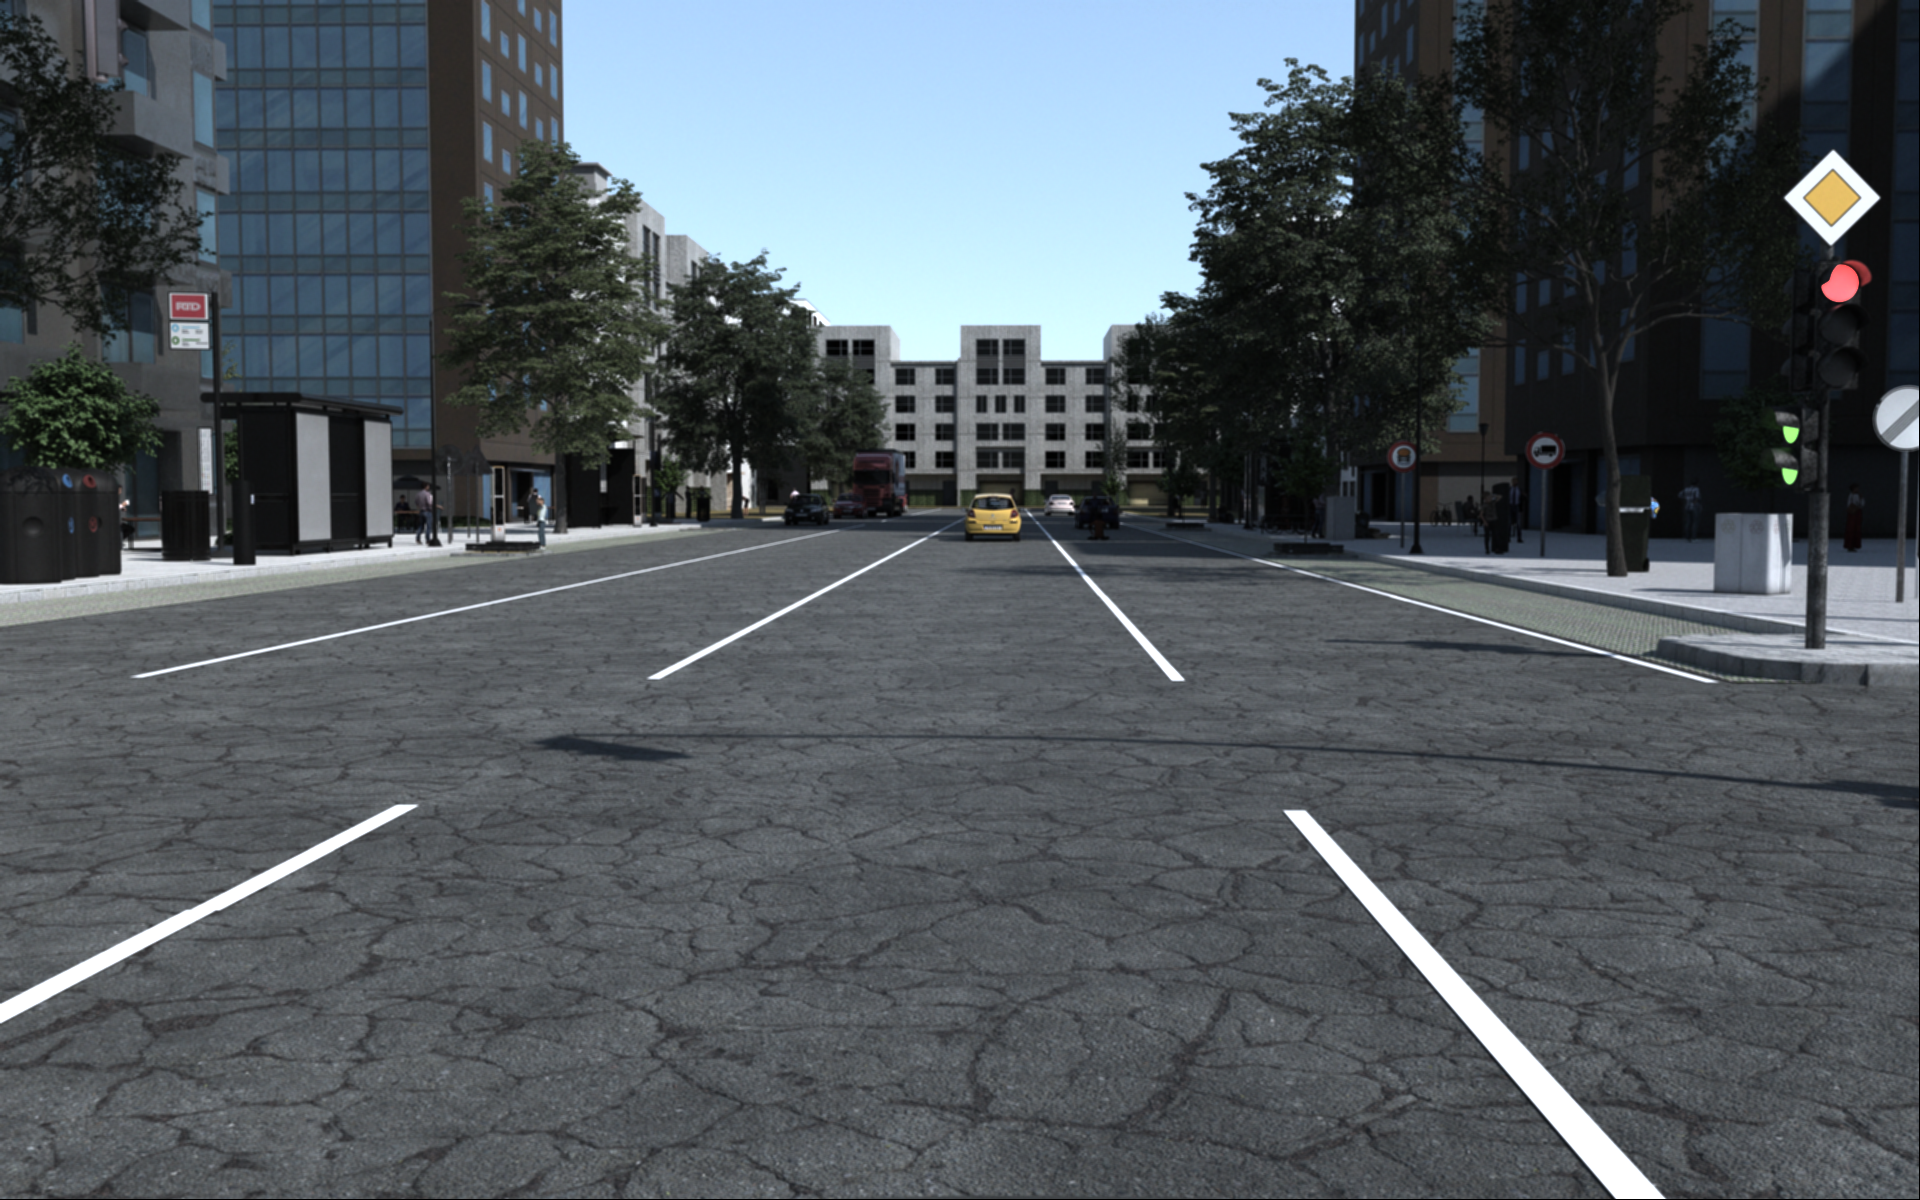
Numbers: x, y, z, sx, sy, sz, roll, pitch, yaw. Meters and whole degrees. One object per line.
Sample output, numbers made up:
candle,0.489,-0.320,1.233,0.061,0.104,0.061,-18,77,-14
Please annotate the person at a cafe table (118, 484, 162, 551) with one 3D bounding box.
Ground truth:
person at a cafe table,-18.883,-1.896,39.518,1.622,1.524,1.698,-2,4,-29

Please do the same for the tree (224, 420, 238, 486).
tree,-28.356,-5.195,68.658,4.285,4.588,4.351,0,3,0

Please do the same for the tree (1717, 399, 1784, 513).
tree,16.286,-2.498,35.443,1.663,3.219,1.824,0,3,0

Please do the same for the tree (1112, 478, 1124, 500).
tree,13.819,-9.950,157.290,1.663,3.219,1.824,0,3,0

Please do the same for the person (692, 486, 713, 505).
person,-14.024,-5.351,94.315,1.217,1.735,0.721,-2,4,-26

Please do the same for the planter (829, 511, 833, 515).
planter,-8.334,-5.844,116.688,1.991,0.319,1.994,0,4,2

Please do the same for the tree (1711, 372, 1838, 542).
tree,21.885,-3.855,46.750,4.285,4.588,4.351,0,3,0

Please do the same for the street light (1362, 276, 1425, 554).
street light,9.282,-3.949,37.107,1.470,5.913,1.316,0,4,2

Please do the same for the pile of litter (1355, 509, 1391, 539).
pile of litter,11.880,-2.209,50.090,1.176,0.858,1.719,2,4,28

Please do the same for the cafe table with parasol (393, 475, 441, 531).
cafe table with parasol,-19.523,-3.452,61.302,2.610,1.966,2.610,2,4,29

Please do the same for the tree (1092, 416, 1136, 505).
tree,14.626,-12.952,162.125,4.737,8.622,4.395,0,3,0

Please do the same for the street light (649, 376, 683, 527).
street light,-11.563,-5.850,68.182,1.470,5.913,1.316,0,4,2

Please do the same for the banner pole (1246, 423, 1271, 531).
banner pole,10.485,-4.326,60.747,0.863,3.779,0.401,1,4,13

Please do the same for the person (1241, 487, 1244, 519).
person,14.894,-5.142,91.052,0.436,1.711,0.756,1,4,13

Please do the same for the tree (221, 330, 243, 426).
tree,-28.374,-6.898,63.149,4.737,8.622,4.395,0,3,0

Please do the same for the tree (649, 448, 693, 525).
tree,-12.407,-4.812,73.278,1.663,3.219,1.824,0,3,0

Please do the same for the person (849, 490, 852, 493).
person,-10.033,-9.260,158.358,0.530,1.710,0.541,-3,5,-44

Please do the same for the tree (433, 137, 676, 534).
tree,-13.126,-8.442,56.153,7.486,12.596,7.792,0,3,0

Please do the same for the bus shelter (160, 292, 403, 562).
bus shelter,-14.526,-3.638,37.108,2.179,5.291,8.768,0,4,2

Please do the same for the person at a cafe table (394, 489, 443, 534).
person at a cafe table,-17.669,-2.920,56.263,1.622,1.524,1.698,-2,4,-30

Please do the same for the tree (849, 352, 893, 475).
tree,-10.664,-15.142,154.222,9.857,13.997,8.962,0,3,0

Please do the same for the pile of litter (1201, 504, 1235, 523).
pile of litter,11.532,-3.874,77.308,1.719,0.858,1.176,-1,4,-14

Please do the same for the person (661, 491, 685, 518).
person,-15.221,-5.231,91.590,1.348,1.821,0.705,-2,4,-32

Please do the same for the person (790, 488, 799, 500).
person,-11.957,-7.241,125.373,0.756,1.711,0.436,-1,4,-21

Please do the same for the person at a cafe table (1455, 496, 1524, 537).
person at a cafe table,15.911,-2.553,52.600,1.726,1.238,1.698,-1,4,-10

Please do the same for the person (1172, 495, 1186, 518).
person,11.965,-5.217,94.523,0.799,1.438,0.628,1,4,15

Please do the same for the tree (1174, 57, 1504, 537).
tree,11.265,-8.859,51.502,9.857,13.997,8.962,0,3,0

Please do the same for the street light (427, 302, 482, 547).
street light,-12.274,-4.253,42.075,1.470,5.913,1.316,0,4,2

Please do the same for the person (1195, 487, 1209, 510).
person,19.495,-8.125,138.891,1.348,1.824,0.705,2,4,29

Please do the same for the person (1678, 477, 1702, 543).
person,19.456,-2.400,46.014,0.376,1.734,0.841,0,4,-8

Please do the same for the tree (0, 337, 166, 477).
tree,-18.630,-3.221,36.376,4.285,4.588,4.351,0,3,0

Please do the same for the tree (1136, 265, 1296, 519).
tree,12.472,-10.160,84.244,7.486,12.596,7.792,0,3,0

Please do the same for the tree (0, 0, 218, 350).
tree,-14.400,-5.448,23.490,7.601,10.594,8.767,3,4,38

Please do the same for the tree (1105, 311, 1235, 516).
tree,11.960,-10.617,99.336,9.928,11.665,9.643,0,3,0

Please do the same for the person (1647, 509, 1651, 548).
person,16.080,-1.988,40.764,0.499,1.552,0.429,-3,5,-42

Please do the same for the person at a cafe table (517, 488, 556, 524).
person at a cafe table,-18.055,-4.006,74.017,1.698,1.524,1.622,0,4,-3

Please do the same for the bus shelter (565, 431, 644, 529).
bus shelter,-13.814,-4.665,67.552,1.731,3.624,6.357,0,4,2

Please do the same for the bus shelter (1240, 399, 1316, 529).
bus shelter,12.066,-5.466,66.998,2.179,5.291,8.768,0,4,2

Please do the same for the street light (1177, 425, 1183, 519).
street light,10.854,-7.142,89.318,1.470,5.913,1.316,0,4,2

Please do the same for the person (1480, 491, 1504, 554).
person,11.357,-1.652,36.955,0.435,1.345,0.340,-1,4,-18

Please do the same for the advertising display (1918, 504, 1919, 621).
advertising display,10.058,-0.732,17.183,0.123,1.923,0.974,-3,5,-43

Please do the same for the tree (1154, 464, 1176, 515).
tree,12.792,-6.927,107.865,1.663,3.219,1.824,0,3,0

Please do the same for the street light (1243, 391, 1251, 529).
street light,9.971,-5.546,63.215,1.470,5.913,1.316,0,4,2

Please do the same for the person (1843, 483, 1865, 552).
person,19.841,-1.831,38.440,0.387,1.526,0.523,1,4,12

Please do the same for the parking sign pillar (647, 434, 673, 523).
parking sign pillar,-13.584,-5.442,77.452,1.447,3.967,1.447,-1,4,-8

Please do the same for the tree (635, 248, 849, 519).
tree,-11.642,-11.162,89.158,9.857,13.997,8.962,0,3,0

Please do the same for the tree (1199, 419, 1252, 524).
tree,12.057,-5.524,74.029,4.285,4.588,4.351,0,3,0

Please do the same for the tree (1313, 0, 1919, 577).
tree,10.059,-5.660,26.947,8.767,10.594,7.601,-2,4,-34

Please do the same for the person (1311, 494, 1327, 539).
person,10.345,-2.551,49.706,0.435,1.587,0.963,-1,4,-19

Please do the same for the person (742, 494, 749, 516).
person,-12.521,-5.541,99.826,0.628,1.438,0.799,1,4,21

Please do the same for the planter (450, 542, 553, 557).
planter,-10.606,-1.180,40.432,1.991,0.319,1.994,0,4,2

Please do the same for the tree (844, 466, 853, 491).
tree,-9.652,-11.031,164.064,4.285,4.588,4.351,0,3,0

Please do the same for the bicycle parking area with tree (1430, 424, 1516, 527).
bicycle parking area with tree,23.587,-5.033,69.290,9.016,4.147,8.231,-3,5,-43

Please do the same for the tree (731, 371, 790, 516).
tree,-11.950,-9.474,105.265,4.360,8.622,3.978,0,3,0
